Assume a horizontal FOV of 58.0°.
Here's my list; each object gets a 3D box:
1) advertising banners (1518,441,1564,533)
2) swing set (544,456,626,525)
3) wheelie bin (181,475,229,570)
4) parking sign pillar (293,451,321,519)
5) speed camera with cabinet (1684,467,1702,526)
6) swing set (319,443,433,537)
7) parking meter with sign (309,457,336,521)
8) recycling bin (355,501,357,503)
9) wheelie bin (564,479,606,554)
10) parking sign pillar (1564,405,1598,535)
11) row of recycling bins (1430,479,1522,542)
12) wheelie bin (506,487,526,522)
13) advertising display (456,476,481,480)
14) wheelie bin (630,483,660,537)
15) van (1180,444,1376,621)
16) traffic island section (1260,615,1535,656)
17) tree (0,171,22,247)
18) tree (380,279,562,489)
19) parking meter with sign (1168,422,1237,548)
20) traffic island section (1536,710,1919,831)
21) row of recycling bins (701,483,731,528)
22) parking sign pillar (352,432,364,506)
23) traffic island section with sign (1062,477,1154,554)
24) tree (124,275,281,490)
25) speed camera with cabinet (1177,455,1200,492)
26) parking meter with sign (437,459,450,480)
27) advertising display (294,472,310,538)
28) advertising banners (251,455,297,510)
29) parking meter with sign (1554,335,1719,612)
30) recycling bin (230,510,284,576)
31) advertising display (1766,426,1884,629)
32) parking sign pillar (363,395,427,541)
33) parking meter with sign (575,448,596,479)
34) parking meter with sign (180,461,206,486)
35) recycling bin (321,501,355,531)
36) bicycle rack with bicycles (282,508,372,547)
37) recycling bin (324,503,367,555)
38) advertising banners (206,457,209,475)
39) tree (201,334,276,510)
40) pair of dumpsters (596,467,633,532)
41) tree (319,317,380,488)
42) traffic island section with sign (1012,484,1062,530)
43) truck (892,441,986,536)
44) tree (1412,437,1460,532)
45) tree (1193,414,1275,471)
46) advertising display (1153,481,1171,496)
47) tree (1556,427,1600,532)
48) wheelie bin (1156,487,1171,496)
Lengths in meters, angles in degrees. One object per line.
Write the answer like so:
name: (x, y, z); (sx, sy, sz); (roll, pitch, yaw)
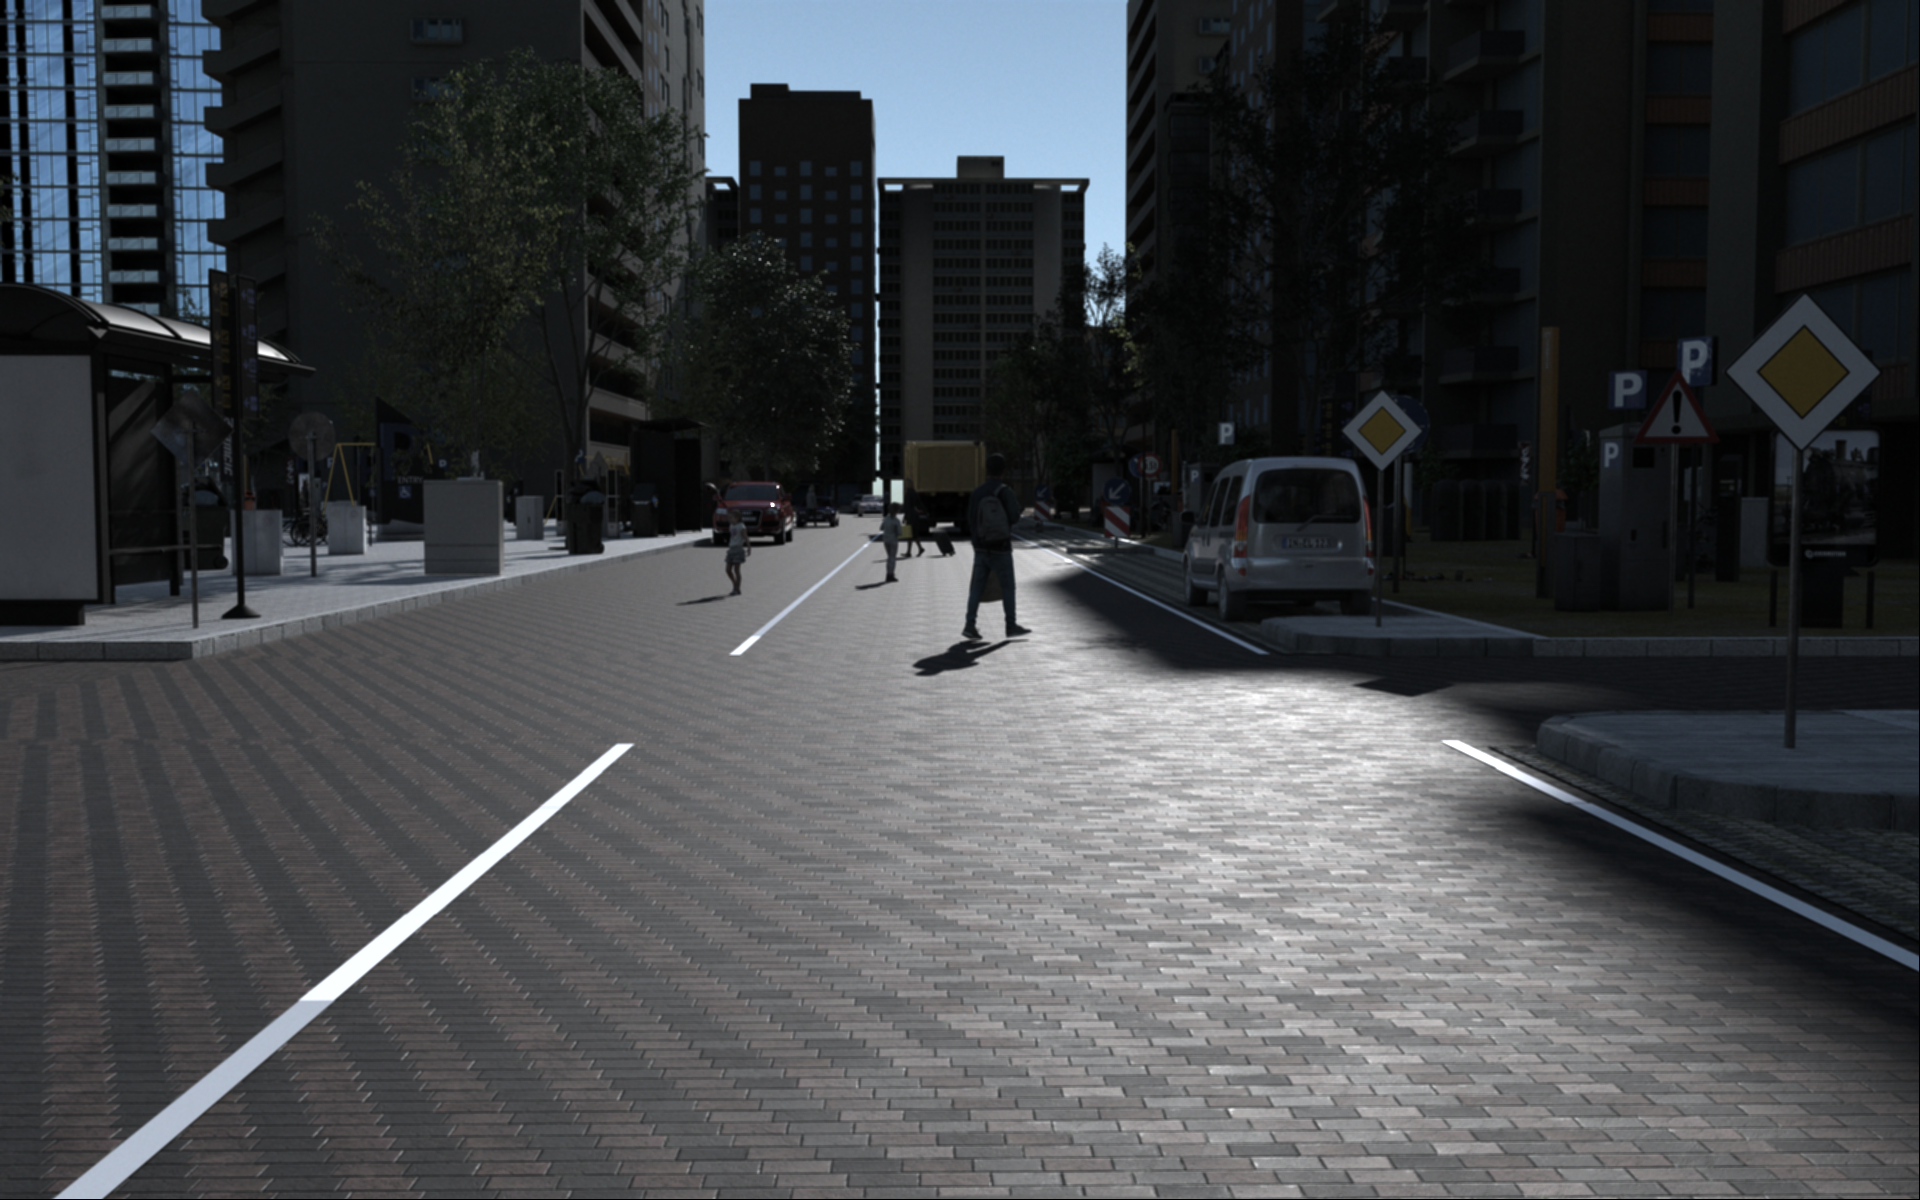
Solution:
advertising banners: (18.965, -3.671, 56.211); (0.090, 3.025, 2.074); (-3, 4, -38)
swing set: (-15.301, -4.520, 71.516); (2.862, 2.851, 3.119); (-3, 5, -41)
wheelie bin: (-12.884, -1.316, 29.432); (0.980, 1.594, 0.693); (3, 4, 36)
parking sign pillar: (-33.773, -6.186, 89.614); (1.447, 3.967, 1.447); (-3, 5, -43)
speed camera with cabinet: (25.749, -3.946, 58.848); (2.038, 3.252, 0.660); (3, 5, 44)
swing set: (-17.798, -3.393, 53.092); (3.119, 2.851, 2.862); (0, 4, 6)
parking meter with sign: (-30.233, -5.244, 81.996); (1.738, 3.016, 0.543); (3, 4, 38)
recycling bin: (-23.625, -3.313, 66.729); (0.722, 1.027, 0.722); (-1, 4, -23)
wheelie bin: (-8.017, -1.782, 37.050); (0.980, 1.594, 0.693); (1, 4, 18)
parking sign pillar: (18.849, -3.949, 53.034); (1.447, 3.967, 1.447); (2, 4, 30)
row of recycling bins: (14.374, -2.499, 47.978); (3.534, 1.692, 1.069); (-3, 4, -38)
wheelie bin: (-20.050, -4.305, 78.298); (0.693, 1.594, 0.980); (1, 4, 21)
advertising display: (-17.541, -3.471, 61.963); (0.974, 1.923, 0.123); (-2, 4, -27)
wheelie bin: (-9.386, -2.679, 51.708); (0.980, 1.594, 0.693); (1, 4, 18)
van: (3.728, -0.841, 20.764); (2.013, 2.044, 4.112); (0, 4, -1)
traffic island section: (4.066, 0.338, 16.753); (2.009, 0.180, 2.903); (0, 4, -1)
tree: (-16.233, -4.559, 24.901); (4.737, 8.622, 4.395); (0, 3, 0)
tree: (-15.736, -6.527, 57.080); (4.737, 8.622, 4.395); (0, 3, 0)
parking meter with sign: (5.843, -2.771, 41.568); (1.738, 3.016, 0.543); (-3, 4, -38)
traffic island section: (4.215, 0.826, 8.769); (2.009, 0.180, 2.903); (0, 4, -1)
row of recycling bins: (-10.122, -3.622, 66.331); (3.534, 1.692, 1.069); (-2, 4, -24)
parking sign pillar: (-25.736, -5.321, 75.465); (1.447, 3.967, 1.447); (3, 5, 39)
traffic island section with sign: (3.603, -2.033, 41.872); (1.989, 1.847, 2.006); (0, 4, -1)
tree: (-25.181, -6.629, 58.747); (4.737, 8.622, 4.395); (0, 3, 0)
speed camera with cabinet: (11.347, -5.674, 87.103); (2.038, 3.252, 0.660); (0, 4, 1)
parking meter with sign: (-25.279, -5.502, 86.218); (1.738, 3.016, 0.543); (3, 5, 40)
advertising display: (-19.197, -2.782, 50.704); (0.123, 1.923, 0.974); (0, 4, 3)
advertising banners: (-30.930, -5.005, 78.016); (2.074, 3.025, 0.090); (-2, 4, -25)
parking meter with sign: (7.417, -1.395, 19.075); (1.738, 3.016, 0.543); (-1, 4, -19)
recycling bin: (-11.190, -0.919, 27.583); (0.722, 1.027, 0.722); (-1, 4, -18)
advertising display: (8.261, -0.695, 16.573); (0.974, 1.923, 0.123); (1, 4, 15)
parking sign pillar: (-15.346, -3.617, 47.610); (1.447, 3.967, 1.447); (-3, 4, -37)
parking meter with sign: (-13.859, -4.226, 65.362); (1.738, 3.016, 0.543); (3, 4, 38)
parking meter with sign: (-18.330, -2.709, 40.555); (1.738, 3.016, 0.543); (0, 4, 0)
recycling bin: (-20.997, -2.797, 58.288); (0.722, 1.027, 0.722); (3, 4, 38)
bicycle rack with bicycles: (-15.962, -1.808, 42.946); (2.925, 0.926, 2.852); (-2, 4, -33)
recycling bin: (-13.084, -1.494, 36.985); (0.722, 1.027, 0.722); (-1, 4, -13)
advertising banners: (-23.894, -3.582, 54.748); (0.090, 3.025, 2.074); (-2, 4, -31)
tree: (-30.082, -7.534, 73.542); (4.360, 8.622, 3.978); (0, 3, 0)
pair of dumpsters: (-11.772, -3.520, 60.052); (1.574, 2.255, 4.437); (0, 4, -1)
tree: (-23.436, -7.332, 70.235); (4.737, 8.622, 4.395); (0, 3, 0)
traffic island section with sign: (3.099, -3.682, 68.823); (1.989, 1.847, 2.006); (0, 4, -1)
truck: (-0.664, -4.056, 62.243); (3.469, 3.379, 9.791); (0, 4, -3)
tree: (15.802, -3.913, 58.573); (1.663, 3.219, 1.824); (0, 3, 0)
tree: (11.275, -5.361, 71.358); (4.285, 4.588, 4.351); (0, 3, 0)
advertising display: (9.924, -4.876, 84.935); (0.974, 1.923, 0.123); (2, 4, 31)
tree: (17.913, -3.397, 50.142); (1.663, 3.219, 1.824); (0, 3, 0)
wheelie bin: (8.798, -4.072, 74.485); (0.693, 1.594, 0.980); (2, 4, 28)
